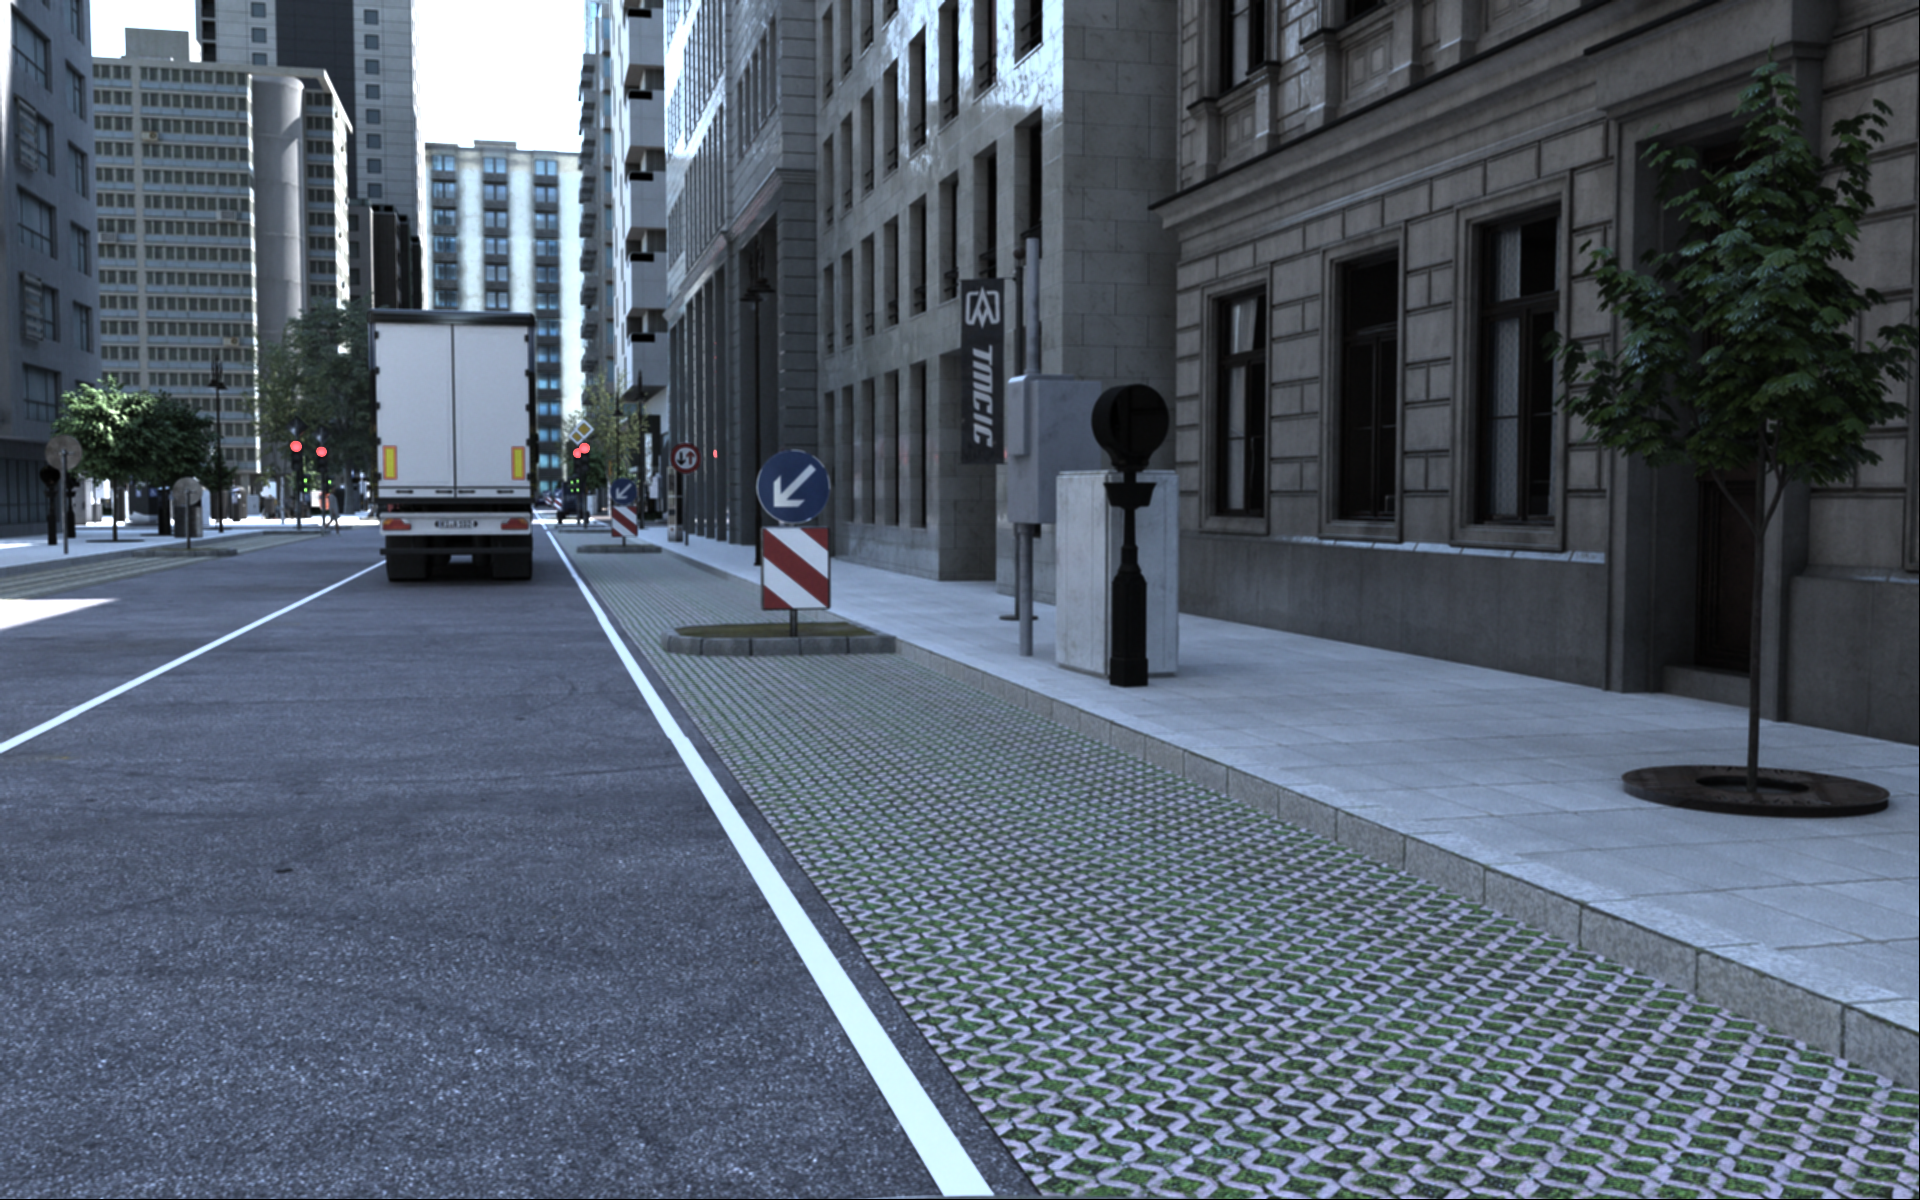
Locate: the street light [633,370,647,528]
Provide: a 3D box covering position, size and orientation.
[{"bbox_3d":[-11.876,-5.604,64.414,0.468,5.910,1.993,-1,4,-14],"label":"street light"}]

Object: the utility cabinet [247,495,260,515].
[{"bbox_3d":[-43.016,-5.740,105.014,0.306,1.237,1.020,3,4,38],"label":"utility cabinet"}]

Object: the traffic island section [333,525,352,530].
[{"bbox_3d":[-25.694,-2.913,69.914,2.009,0.180,2.903,-1,4,-14],"label":"traffic island section"}]

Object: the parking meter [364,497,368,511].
[{"bbox_3d":[-43.901,-7.309,127.906,0.372,1.533,0.369,0,3,0],"label":"parking meter"}]

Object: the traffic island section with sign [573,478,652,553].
[{"bbox_3d":[-8.398,-2.072,42.513,1.989,1.847,2.006,-1,4,-14],"label":"traffic island section with sign"}]

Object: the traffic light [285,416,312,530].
[{"bbox_3d":[-23.703,-4.472,62.045,0.839,4.253,0.868,-1,4,-14],"label":"traffic light"}]

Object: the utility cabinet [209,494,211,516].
[{"bbox_3d":[-44.073,-5.612,100.441,1.173,1.500,0.318,0,4,4],"label":"utility cabinet"}]

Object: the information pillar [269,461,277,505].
[{"bbox_3d":[-46.739,-7.736,117.832,0.504,3.616,0.183,0,4,5],"label":"information pillar"}]

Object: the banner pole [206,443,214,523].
[{"bbox_3d":[-33.831,-5.397,78.250,0.401,3.779,0.863,1,4,12],"label":"banner pole"}]

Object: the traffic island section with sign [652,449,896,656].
[{"bbox_3d":[-1.766,-0.461,16.163,1.989,1.847,2.006,-1,4,-14],"label":"traffic island section with sign"}]

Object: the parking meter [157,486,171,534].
[{"bbox_3d":[-25.662,-2.902,55.855,0.372,1.533,0.369,0,3,0],"label":"parking meter"}]

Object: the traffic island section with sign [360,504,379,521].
[{"bbox_3d":[-31.390,-5.213,93.855,1.989,1.847,2.006,-1,4,-14],"label":"traffic island section with sign"}]

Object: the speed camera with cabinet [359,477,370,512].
[{"bbox_3d":[-43.448,-8.028,125.594,0.660,3.252,2.038,0,4,2],"label":"speed camera with cabinet"}]

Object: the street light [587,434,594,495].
[{"bbox_3d":[-23.747,-8.477,111.389,0.468,5.910,1.993,-1,4,-14],"label":"street light"}]

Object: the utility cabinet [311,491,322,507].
[{"bbox_3d":[-47.713,-7.302,128.068,0.318,1.500,1.173,2,4,26],"label":"utility cabinet"}]

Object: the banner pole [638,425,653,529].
[{"bbox_3d":[-11.395,-4.458,62.898,0.401,3.779,0.863,-3,5,-44],"label":"banner pole"}]

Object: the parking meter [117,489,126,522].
[{"bbox_3d":[-38.738,-4.376,79.961,0.372,1.533,0.369,0,3,0],"label":"parking meter"}]

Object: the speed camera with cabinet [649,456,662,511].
[{"bbox_3d":[-15.282,-5.834,89.716,0.660,3.252,2.038,2,4,25],"label":"speed camera with cabinet"}]

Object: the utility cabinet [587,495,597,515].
[{"bbox_3d":[-22.263,-5.725,104.765,0.306,1.237,1.020,-2,4,-31],"label":"utility cabinet"}]

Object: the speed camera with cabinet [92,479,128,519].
[{"bbox_3d":[-44.090,-5.866,90.239,2.038,3.252,0.660,0,4,2],"label":"speed camera with cabinet"}]

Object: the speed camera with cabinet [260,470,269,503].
[{"bbox_3d":[-52.841,-8.403,131.730,0.660,3.252,2.038,-2,4,-27],"label":"speed camera with cabinet"}]

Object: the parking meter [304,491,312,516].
[{"bbox_3d":[-37.650,-5.602,100.000,0.372,1.533,0.369,0,3,0],"label":"parking meter"}]

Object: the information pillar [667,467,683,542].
[{"bbox_3d":[-7.655,-2.573,46.559,0.304,2.012,0.304,2,4,29],"label":"information pillar"}]

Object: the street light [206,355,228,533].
[{"bbox_3d":[-24.690,-5.193,57.701,0.468,5.910,1.993,-1,4,-14],"label":"street light"}]

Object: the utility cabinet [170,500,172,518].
[{"bbox_3d":[-42.321,-5.126,92.496,0.318,1.500,1.173,-2,4,-28],"label":"utility cabinet"}]

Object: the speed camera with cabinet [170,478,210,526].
[{"bbox_3d":[-30.551,-4.544,68.627,0.660,3.252,2.038,0,4,6],"label":"speed camera with cabinet"}]

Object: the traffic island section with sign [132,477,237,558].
[{"bbox_3d":[-17.827,-1.915,39.938,1.989,1.847,2.006,-1,4,-14],"label":"traffic island section with sign"}]

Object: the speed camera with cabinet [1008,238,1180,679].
[{"bbox_3d":[0.959,-1.136,12.907,0.660,3.252,2.038,-1,4,-18],"label":"speed camera with cabinet"}]

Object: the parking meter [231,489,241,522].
[{"bbox_3d":[-33.062,-4.324,79.107,0.372,1.533,0.369,0,3,0],"label":"parking meter"}]

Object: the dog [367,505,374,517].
[{"bbox_3d":[-33.366,-4.982,98.296,0.513,0.831,0.800,0,4,-5],"label":"dog"}]

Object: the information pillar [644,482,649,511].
[{"bbox_3d":[-19.046,-6.179,105.511,0.304,2.012,0.304,1,4,14],"label":"information pillar"}]

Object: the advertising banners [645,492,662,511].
[{"bbox_3d":[-15.793,-5.900,92.659,2.074,3.025,0.090,-1,4,-20],"label":"advertising banners"}]

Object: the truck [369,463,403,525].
[{"bbox_3d":[-24.150,-5.371,76.728,2.839,4.237,11.283,-1,4,-12],"label":"truck"}]

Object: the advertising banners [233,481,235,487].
[{"bbox_3d":[-57.480,-8.591,136.647,0.090,3.025,2.074,-2,4,-35],"label":"advertising banners"}]

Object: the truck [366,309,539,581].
[{"bbox_3d":[-9.144,-2.630,31.912,2.839,4.237,11.283,-1,4,-15],"label":"truck"}]

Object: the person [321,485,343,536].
[{"bbox_3d":[-21.376,-3.040,58.955,0.466,1.731,0.760,2,4,35],"label":"person"}]

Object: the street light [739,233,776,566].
[{"bbox_3d":[-3.617,-3.558,30.955,0.468,5.910,1.993,-1,4,-14],"label":"street light"}]

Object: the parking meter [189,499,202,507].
[{"bbox_3d":[-22.946,-2.662,51.940,0.372,1.533,0.369,0,3,0],"label":"parking meter"}]

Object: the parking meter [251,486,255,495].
[{"bbox_3d":[-53.885,-7.724,132.005,0.255,1.863,0.399,-1,4,-13],"label":"parking meter"}]

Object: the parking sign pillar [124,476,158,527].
[{"bbox_3d":[-32.442,-4.909,68.742,1.447,3.967,1.447,2,4,31],"label":"parking sign pillar"}]

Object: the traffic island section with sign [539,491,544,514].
[{"bbox_3d":[-28.560,-6.971,122.611,1.989,1.847,2.006,-1,4,-14],"label":"traffic island section with sign"}]

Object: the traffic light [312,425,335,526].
[{"bbox_3d":[-25.653,-4.946,69.789,0.839,4.253,0.868,-1,4,-14],"label":"traffic light"}]

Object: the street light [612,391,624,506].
[{"bbox_3d":[-15.367,-6.423,77.812,0.468,5.910,1.993,-1,4,-14],"label":"street light"}]

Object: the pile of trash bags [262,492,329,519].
[{"bbox_3d":[-34.497,-4.930,90.349,1.912,1.369,3.447,3,5,43],"label":"pile of trash bags"}]

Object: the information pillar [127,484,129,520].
[{"bbox_3d":[-39.958,-4.836,83.557,0.304,2.012,0.304,-1,4,-13],"label":"information pillar"}]

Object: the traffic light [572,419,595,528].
[{"bbox_3d":[-13.998,-4.622,64.496,0.839,4.253,0.868,-1,4,-14],"label":"traffic light"}]

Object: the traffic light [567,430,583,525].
[{"bbox_3d":[-15.947,-5.096,72.240,0.839,4.253,0.868,-1,4,-14],"label":"traffic light"}]

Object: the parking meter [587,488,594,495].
[{"bbox_3d":[-24.210,-6.597,113.578,0.399,1.863,0.255,2,4,24],"label":"parking meter"}]

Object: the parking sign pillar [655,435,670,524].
[{"bbox_3d":[-12.498,-5.293,75.019,1.447,3.967,1.447,-2,4,-28],"label":"parking sign pillar"}]

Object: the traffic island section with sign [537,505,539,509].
[{"bbox_3d":[-40.837,-9.956,171.407,1.989,1.847,2.006,-1,4,-14],"label":"traffic island section with sign"}]

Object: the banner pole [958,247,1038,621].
[{"bbox_3d":[0.384,-1.695,17.723,0.863,3.779,0.401,1,4,19],"label":"banner pole"}]

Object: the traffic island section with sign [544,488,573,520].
[{"bbox_3d":[-21.917,-5.357,96.221,1.989,1.847,2.006,-1,4,-14],"label":"traffic island section with sign"}]

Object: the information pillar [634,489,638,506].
[{"bbox_3d":[-27.266,-8.641,145.774,0.304,2.012,0.304,-2,4,-25],"label":"information pillar"}]

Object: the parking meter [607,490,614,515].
[{"bbox_3d":[-21.013,-5.853,104.101,0.372,1.533,0.369,0,3,0],"label":"parking meter"}]

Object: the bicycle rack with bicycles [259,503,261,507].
[{"bbox_3d":[-51.498,-6.955,127.103,2.925,0.926,2.852,2,4,26],"label":"bicycle rack with bicycles"}]
